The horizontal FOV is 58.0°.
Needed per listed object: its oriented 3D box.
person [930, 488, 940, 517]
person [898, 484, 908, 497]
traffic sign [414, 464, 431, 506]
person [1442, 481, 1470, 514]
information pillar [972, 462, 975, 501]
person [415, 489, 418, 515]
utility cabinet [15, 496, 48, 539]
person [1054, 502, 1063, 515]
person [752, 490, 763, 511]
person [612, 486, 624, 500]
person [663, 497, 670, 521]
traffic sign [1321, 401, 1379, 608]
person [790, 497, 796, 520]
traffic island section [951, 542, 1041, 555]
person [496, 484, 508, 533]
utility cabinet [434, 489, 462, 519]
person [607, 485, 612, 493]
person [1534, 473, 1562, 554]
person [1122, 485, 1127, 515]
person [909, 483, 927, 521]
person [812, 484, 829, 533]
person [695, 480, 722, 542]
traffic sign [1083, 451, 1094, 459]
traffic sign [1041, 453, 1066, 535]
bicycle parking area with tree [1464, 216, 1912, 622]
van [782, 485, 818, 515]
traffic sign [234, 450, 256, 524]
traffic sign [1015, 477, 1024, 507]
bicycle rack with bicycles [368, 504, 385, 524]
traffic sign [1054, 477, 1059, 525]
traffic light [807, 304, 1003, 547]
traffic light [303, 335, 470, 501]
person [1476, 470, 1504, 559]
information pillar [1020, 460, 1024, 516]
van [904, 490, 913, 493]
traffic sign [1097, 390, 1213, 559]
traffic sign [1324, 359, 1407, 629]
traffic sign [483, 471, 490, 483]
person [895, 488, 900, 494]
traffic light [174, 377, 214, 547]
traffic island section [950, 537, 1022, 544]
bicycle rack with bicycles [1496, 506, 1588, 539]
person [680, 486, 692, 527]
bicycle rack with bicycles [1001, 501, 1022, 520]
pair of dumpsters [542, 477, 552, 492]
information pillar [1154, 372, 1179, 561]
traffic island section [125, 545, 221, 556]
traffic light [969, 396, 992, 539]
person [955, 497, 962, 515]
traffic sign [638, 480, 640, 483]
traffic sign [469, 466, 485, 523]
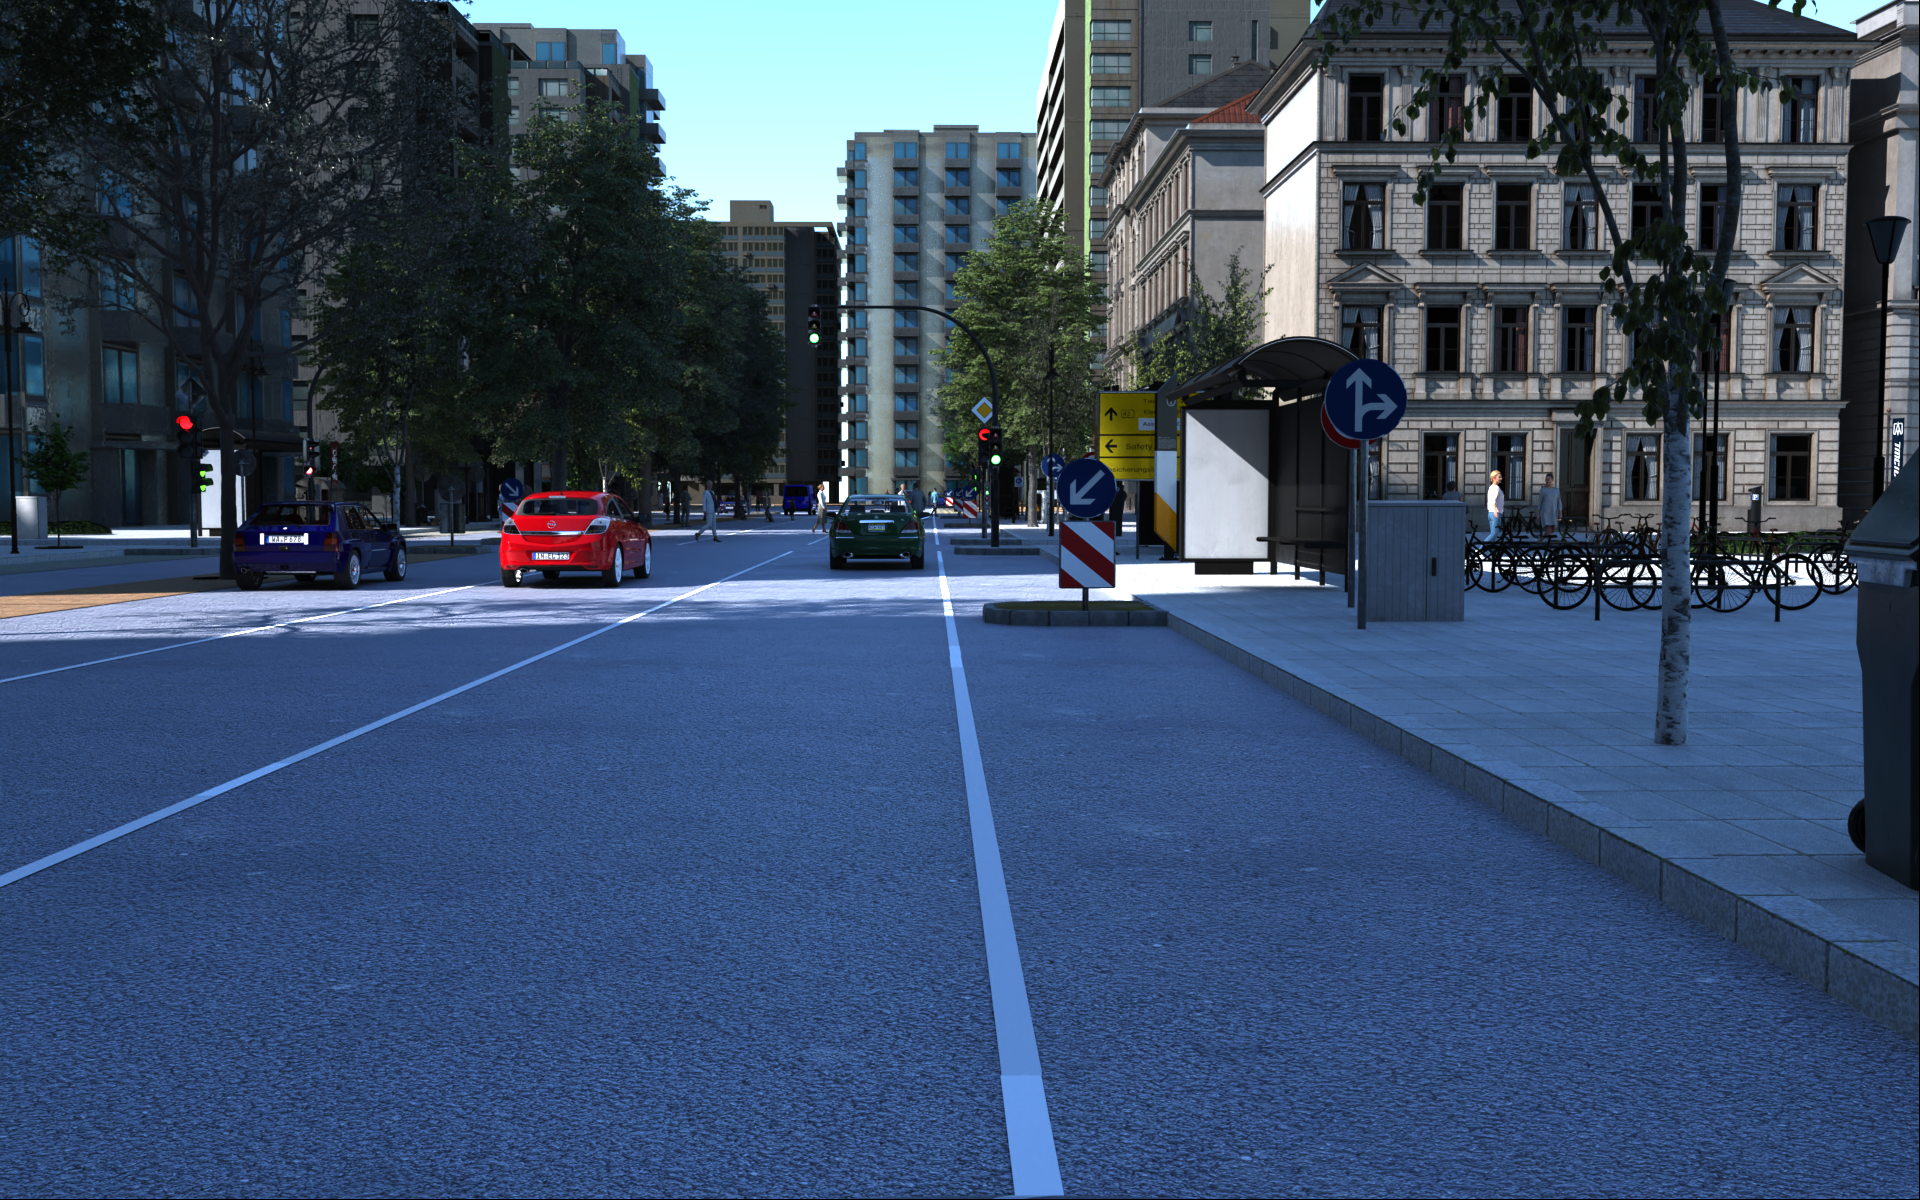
[{"bbox_3d":[-1.637,-6.208,109.863,0.748,1.841,0.638,-2,4,-33],"label":"person"},{"bbox_3d":[-2.339,-3.755,69.779,0.818,1.842,0.514,1,4,10],"label":"person"},{"bbox_3d":[-22.667,-4.462,73.053,0.768,2.556,0.104,0,4,3],"label":"traffic sign"},{"bbox_3d":[13.234,-2.286,46.235,0.716,1.782,0.532,1,4,17],"label":"person"},{"bbox_3d":[0.959,-8.133,124.328,0.183,3.616,0.504,-2,4,-24],"label":"information pillar"},{"bbox_3d":[-26.068,-4.702,82.767,0.795,1.843,0.661,-2,4,-26],"label":"person"},{"bbox_3d":[-26.401,-2.331,49.276,1.020,1.237,0.306,2,4,29],"label":"utility cabinet"},{"bbox_3d":[6.016,-6.036,104.504,0.755,1.850,0.659,3,5,42],"label":"person"},{"bbox_3d":[-16.947,-8.341,145.598,1.217,1.743,0.721,2,4,26],"label":"person"},{"bbox_3d":[-14.549,-3.950,73.438,0.721,1.781,0.623,-2,4,-31],"label":"person"},{"bbox_3d":[-15.844,-4.915,93.533,0.373,1.253,0.362,2,4,30],"label":"person"},{"bbox_3d":[4.431,-1.189,19.541,0.768,2.556,0.104,0,4,0],"label":"traffic sign"},{"bbox_3d":[-9.071,-4.942,93.963,0.362,1.253,0.373,3,4,37],"label":"person"},{"bbox_3d":[0.866,-1.210,42.067,2.009,0.180,2.903,0,4,-1],"label":"traffic island section"},{"bbox_3d":[-16.754,-3.348,63.429,0.419,1.800,0.721,-1,4,-18],"label":"person"},{"bbox_3d":[-22.595,-4.146,76.466,0.318,1.500,1.173,3,5,42],"label":"utility cabinet"},{"bbox_3d":[-18.118,-4.963,89.012,0.474,1.900,0.648,-2,4,-33],"label":"person"},{"bbox_3d":[12.724,-1.880,37.539,0.466,1.731,0.760,-2,4,-31],"label":"person"},{"bbox_3d":[8.624,-5.281,92.738,0.623,1.781,0.721,0,4,-4],"label":"person"},{"bbox_3d":[-1.414,-2.983,57.363,0.635,1.810,0.391,-2,4,-35],"label":"person"},{"bbox_3d":[-5.132,-3.354,63.558,0.641,1.798,0.478,1,4,19],"label":"person"},{"bbox_3d":[-7.519,-2.647,51.660,0.818,1.842,0.514,0,4,1],"label":"person"},{"bbox_3d":[3.986,-3.151,51.619,0.768,2.556,0.104,0,4,1],"label":"traffic sign"},{"bbox_3d":[2.918,-3.311,54.239,0.768,2.556,0.104,0,4,2],"label":"traffic sign"},{"bbox_3d":[10.004,-2.053,20.567,9.016,4.147,8.231,1,4,19],"label":"bicycle parking area with tree"},{"bbox_3d":[-10.925,-6.976,118.440,2.240,2.365,5.245,0,3,0],"label":"van"},{"bbox_3d":[-20.552,-3.029,49.632,0.768,2.556,0.104,0,4,-1],"label":"traffic sign"},{"bbox_3d":[3.449,-6.102,101.892,0.606,2.300,0.079,0,4,0],"label":"traffic sign"},{"bbox_3d":[-22.239,-2.989,62.255,2.852,0.926,2.925,2,4,26],"label":"bicycle rack with bicycles"},{"bbox_3d":[4.066,-4.397,72.004,0.768,2.556,0.104,0,4,1],"label":"traffic sign"},{"bbox_3d":[-1.265,-4.104,41.775,4.771,5.953,1.251,0,4,-1],"label":"traffic light"},{"bbox_3d":[-16.481,-4.587,49.658,4.771,5.953,1.251,0,4,-1],"label":"traffic light"},{"bbox_3d":[10.308,-1.649,33.676,0.598,1.740,0.731,0,4,-7],"label":"person"},{"bbox_3d":[3.703,-6.800,102.535,0.183,3.616,0.504,1,4,14],"label":"information pillar"},{"bbox_3d":[-5.295,-10.138,172.767,2.013,2.044,4.112,0,4,-1],"label":"van"},{"bbox_3d":[3.837,-2.464,34.153,2.265,3.308,0.079,0,4,3],"label":"traffic sign"},{"bbox_3d":[3.824,-0.997,16.408,0.768,2.556,0.104,0,4,6],"label":"traffic sign"},{"bbox_3d":[-23.566,-5.318,86.956,0.884,2.594,0.081,0,4,4],"label":"traffic sign"},{"bbox_3d":[-3.951,-6.435,113.517,0.655,1.846,0.447,-1,4,-16],"label":"person"},{"bbox_3d":[-18.433,-3.222,41.603,0.839,4.253,0.868,0,4,-1],"label":"traffic light"},{"bbox_3d":[0.727,-1.698,50.051,2.009,0.180,2.903,0,4,-1],"label":"traffic island section"},{"bbox_3d":[16.766,-2.275,50.585,2.925,0.926,2.852,-2,4,-26],"label":"bicycle rack with bicycles"},{"bbox_3d":[-11.942,-4.095,75.640,0.511,1.800,0.466,1,4,18],"label":"person"},{"bbox_3d":[3.175,-4.475,86.552,2.852,0.926,2.925,1,4,17],"label":"bicycle rack with bicycles"},{"bbox_3d":[-23.161,-5.755,96.591,1.574,2.255,4.437,0,4,-1],"label":"pair of dumpsters"},{"bbox_3d":[3.970,-2.568,33.335,0.504,3.616,0.183,-2,4,-29],"label":"information pillar"},{"bbox_3d":[-18.473,-1.190,41.737,2.009,0.180,2.903,0,4,-1],"label":"traffic island section"},{"bbox_3d":[0.687,-3.732,49.936,0.839,4.253,0.868,0,4,-1],"label":"traffic light"},{"bbox_3d":[-0.071,-6.606,117.257,0.466,1.731,0.760,-2,4,-29],"label":"person"},{"bbox_3d":[-22.503,-7.507,122.841,0.768,2.556,0.104,0,4,2],"label":"traffic sign"},{"bbox_3d":[-21.773,-4.767,78.045,0.768,2.556,0.104,0,4,6],"label":"traffic sign"}]
